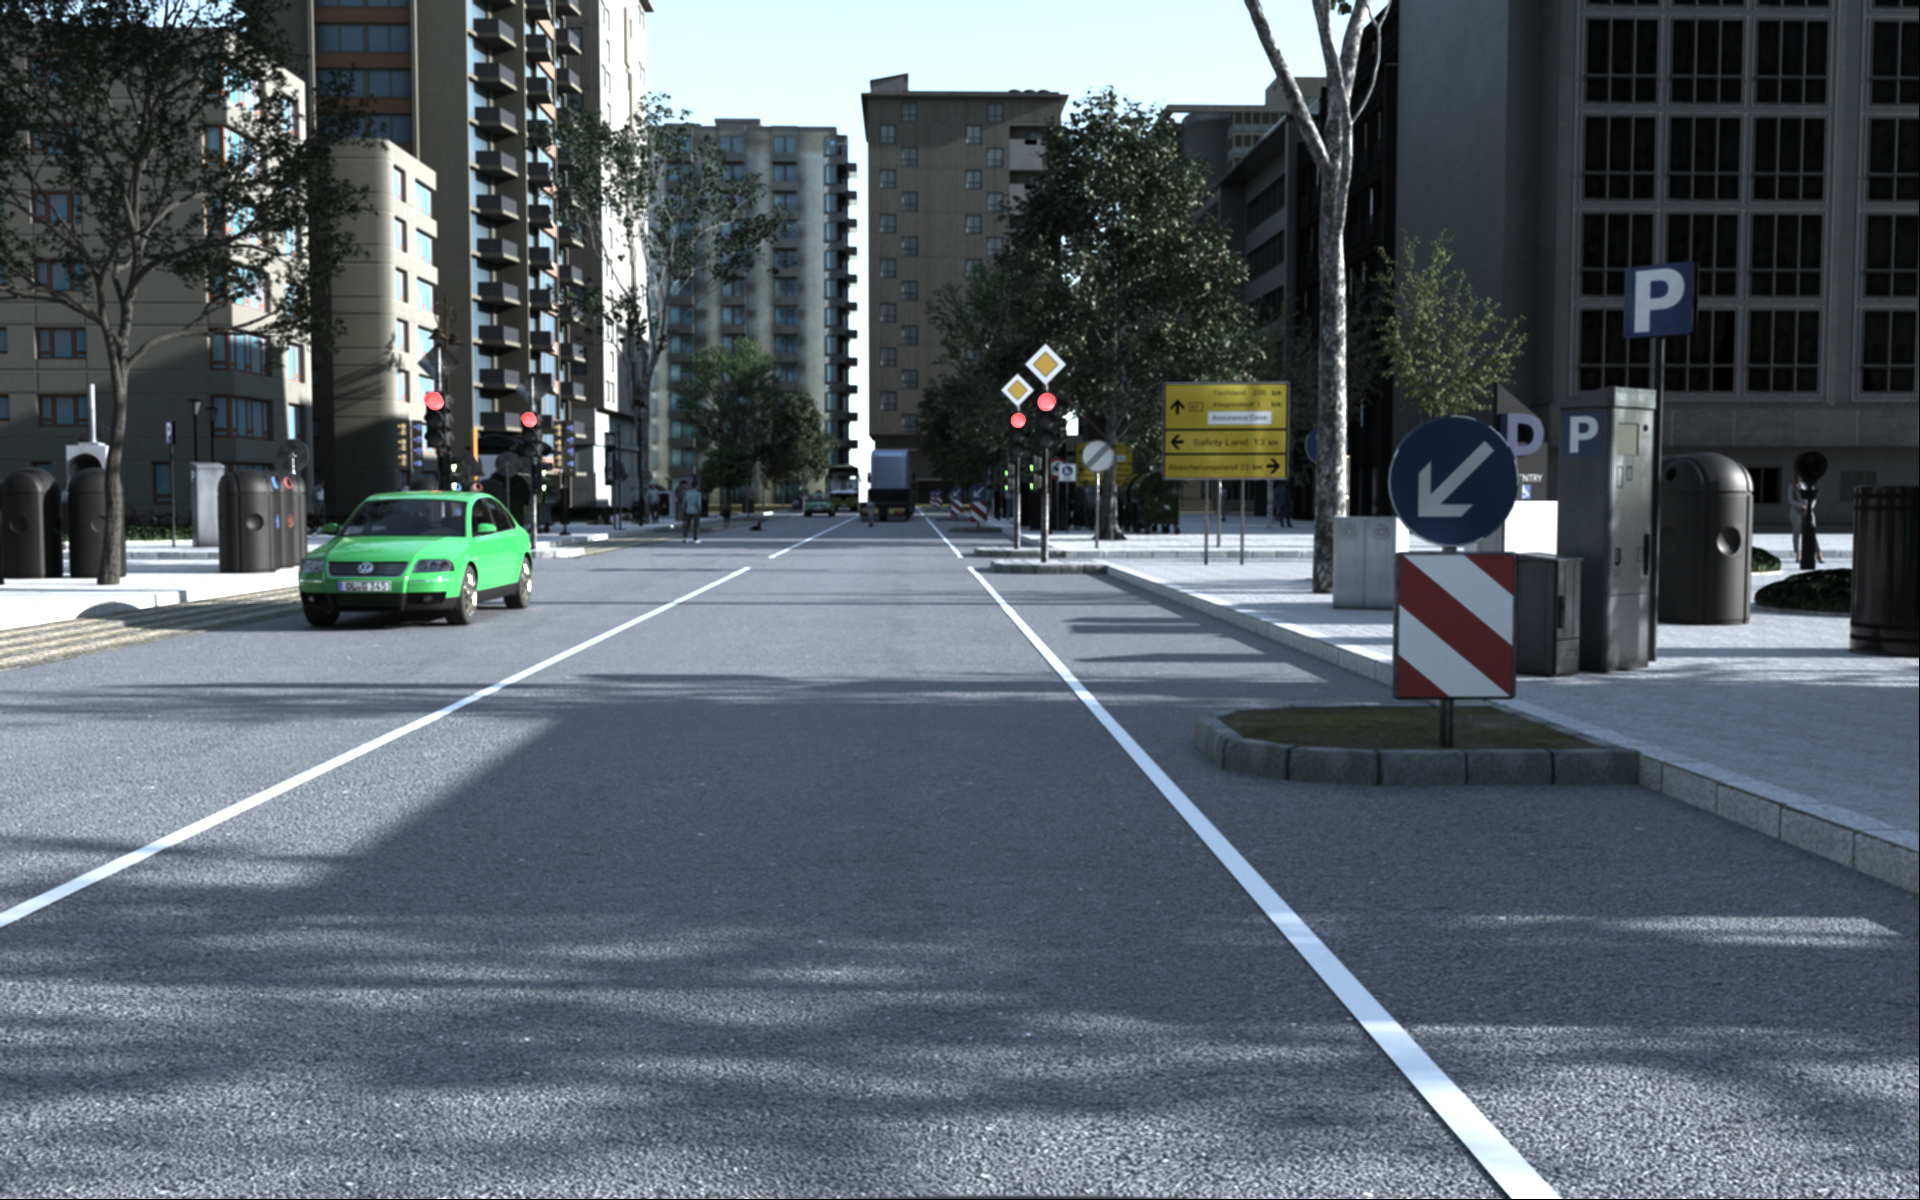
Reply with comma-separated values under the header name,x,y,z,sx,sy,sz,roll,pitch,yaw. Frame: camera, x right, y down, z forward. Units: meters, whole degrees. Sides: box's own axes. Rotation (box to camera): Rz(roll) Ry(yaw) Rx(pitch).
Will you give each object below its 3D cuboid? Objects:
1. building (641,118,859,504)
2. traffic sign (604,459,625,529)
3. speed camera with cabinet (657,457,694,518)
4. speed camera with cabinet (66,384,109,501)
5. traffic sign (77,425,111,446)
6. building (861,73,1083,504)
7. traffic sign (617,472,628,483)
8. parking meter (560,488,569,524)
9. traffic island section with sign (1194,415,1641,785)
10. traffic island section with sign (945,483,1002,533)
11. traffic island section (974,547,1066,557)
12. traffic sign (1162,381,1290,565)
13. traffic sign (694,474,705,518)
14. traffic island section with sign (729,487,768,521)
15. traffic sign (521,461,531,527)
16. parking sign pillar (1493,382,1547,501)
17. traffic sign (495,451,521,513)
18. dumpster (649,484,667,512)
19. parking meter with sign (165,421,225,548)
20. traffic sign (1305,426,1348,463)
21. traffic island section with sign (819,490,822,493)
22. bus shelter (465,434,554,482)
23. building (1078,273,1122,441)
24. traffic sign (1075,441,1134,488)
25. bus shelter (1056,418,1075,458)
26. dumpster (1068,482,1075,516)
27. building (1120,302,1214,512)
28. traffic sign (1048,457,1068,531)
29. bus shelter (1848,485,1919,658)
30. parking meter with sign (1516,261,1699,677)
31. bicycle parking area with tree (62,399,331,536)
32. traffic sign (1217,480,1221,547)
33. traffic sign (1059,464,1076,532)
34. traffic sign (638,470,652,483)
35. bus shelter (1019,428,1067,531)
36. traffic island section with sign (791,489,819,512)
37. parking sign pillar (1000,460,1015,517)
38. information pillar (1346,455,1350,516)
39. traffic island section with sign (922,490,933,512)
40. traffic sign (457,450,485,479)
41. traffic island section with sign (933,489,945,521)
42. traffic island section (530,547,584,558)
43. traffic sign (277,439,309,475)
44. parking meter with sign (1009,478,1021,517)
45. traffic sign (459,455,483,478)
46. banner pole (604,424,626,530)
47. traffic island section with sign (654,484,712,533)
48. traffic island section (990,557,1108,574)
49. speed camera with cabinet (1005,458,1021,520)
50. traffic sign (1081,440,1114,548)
name,x,y,z,sx,sy,sz,roll,pitch,yaw
building,-28.370,-36.933,223.470,30.456,49.044,23.786,0,4,-2
traffic sign,-12.693,-3.885,63.627,0.768,2.556,0.104,0,4,4
speed camera with cabinet,-15.152,-5.993,92.327,2.038,3.252,0.660,2,4,25
speed camera with cabinet,-16.286,-2.241,30.971,2.038,3.252,0.660,-1,4,-12
traffic sign,-15.822,-1.938,31.793,0.768,2.556,0.104,0,4,-1
building,1.246,-38.951,226.080,27.495,52.752,28.713,0,4,-2
traffic sign,-17.389,-5.445,88.754,0.795,2.593,0.064,0,4,5
parking meter,-16.774,-3.981,73.495,0.372,1.533,0.369,0,3,0
traffic island section with sign,2.348,-0.052,9.471,1.989,1.847,2.006,0,4,-2
traffic island section with sign,0.558,-3.472,65.388,1.989,1.847,2.006,0,4,-2
traffic island section,1.356,-1.111,40.447,2.009,0.180,2.903,0,4,-2
traffic sign,4.799,-2.293,31.366,2.265,3.308,0.079,0,4,6
traffic sign,-13.375,-5.307,88.903,0.606,2.300,0.079,0,4,4
traffic island section with sign,-11.216,-5.101,92.028,1.989,1.847,2.006,0,4,-2
traffic sign,-16.692,-4.073,66.697,0.768,2.556,0.104,0,4,0
parking sign pillar,13.592,-3.277,42.057,1.447,3.967,1.447,-1,4,-20
traffic sign,-13.493,-3.156,51.713,0.768,2.556,0.104,0,4,0
dumpster,-18.120,-5.927,102.671,1.264,1.857,1.865,0,4,-2
parking meter with sign,-18.155,-2.788,41.840,1.738,3.016,0.543,-3,5,-40
traffic sign,6.645,-1.919,31.474,0.768,2.556,0.104,0,4,5
traffic island section with sign,-13.673,-9.794,168.752,1.989,1.847,2.006,0,4,-2
bus shelter,-15.739,-4.108,61.087,2.014,3.302,5.546,0,4,-2
building,22.567,-27.458,220.643,14.107,30.474,14.160,0,4,-2
traffic sign,5.544,-4.451,66.654,2.265,3.308,0.079,0,4,0
bus shelter,4.615,-6.796,88.754,2.179,5.291,8.768,0,4,-2
dumpster,5.985,-5.723,96.057,1.502,2.255,1.985,0,4,-2
building,28.409,-18.010,139.508,27.650,21.520,28.899,0,4,-2
traffic sign,3.368,-3.646,59.716,0.768,2.556,0.104,0,4,7
bus shelter,7.539,-1.972,9.873,2.179,5.291,8.768,0,4,-2
parking meter with sign,4.699,-1.004,12.679,1.738,3.016,0.543,-3,5,-41
bicycle parking area with tree,-24.135,-4.158,54.984,9.016,4.147,8.231,0,4,-5
traffic sign,6.225,-2.538,41.599,0.768,2.556,0.104,0,4,2
traffic sign,3.607,-3.432,58.250,0.606,2.300,0.079,0,3,0
traffic sign,-16.088,-5.402,88.428,0.768,2.556,0.104,0,4,7
bus shelter,2.860,-4.429,63.695,1.731,3.624,6.357,0,4,-2
traffic island section with sign,-12.811,-8.146,141.811,1.989,1.847,2.006,0,4,-2
parking sign pillar,2.896,-6.732,98.545,1.447,3.967,1.447,0,4,2
information pillar,7.225,-1.742,32.979,0.304,2.012,0.304,2,4,24
traffic island section with sign,-1.895,-8.166,142.149,1.989,1.847,2.006,0,4,-2
traffic sign,-14.447,-3.125,51.090,0.884,2.594,0.081,0,4,6
traffic island section with sign,-0.305,-5.142,92.694,1.989,1.847,2.006,0,4,-2
traffic island section,-9.880,-1.089,40.093,2.009,0.180,2.903,0,4,-2
traffic sign,-15.401,-2.440,40.001,0.768,2.556,0.104,0,4,8
parking meter with sign,2.988,-6.086,95.764,0.543,3.016,1.738,-1,4,-23
traffic sign,-15.531,-3.356,54.972,0.768,2.556,0.104,0,4,3
banner pole,-12.335,-4.389,61.772,0.401,3.779,0.863,3,5,44
traffic island section with sign,-10.352,-3.447,64.993,1.989,1.847,2.006,0,4,-2
traffic island section,1.612,-0.623,32.466,2.009,0.180,2.903,0,4,-2
speed camera with cabinet,2.827,-5.488,84.068,0.660,3.252,2.038,-1,4,-22
traffic sign,3.248,-2.502,41.014,0.768,2.556,0.104,0,4,0
